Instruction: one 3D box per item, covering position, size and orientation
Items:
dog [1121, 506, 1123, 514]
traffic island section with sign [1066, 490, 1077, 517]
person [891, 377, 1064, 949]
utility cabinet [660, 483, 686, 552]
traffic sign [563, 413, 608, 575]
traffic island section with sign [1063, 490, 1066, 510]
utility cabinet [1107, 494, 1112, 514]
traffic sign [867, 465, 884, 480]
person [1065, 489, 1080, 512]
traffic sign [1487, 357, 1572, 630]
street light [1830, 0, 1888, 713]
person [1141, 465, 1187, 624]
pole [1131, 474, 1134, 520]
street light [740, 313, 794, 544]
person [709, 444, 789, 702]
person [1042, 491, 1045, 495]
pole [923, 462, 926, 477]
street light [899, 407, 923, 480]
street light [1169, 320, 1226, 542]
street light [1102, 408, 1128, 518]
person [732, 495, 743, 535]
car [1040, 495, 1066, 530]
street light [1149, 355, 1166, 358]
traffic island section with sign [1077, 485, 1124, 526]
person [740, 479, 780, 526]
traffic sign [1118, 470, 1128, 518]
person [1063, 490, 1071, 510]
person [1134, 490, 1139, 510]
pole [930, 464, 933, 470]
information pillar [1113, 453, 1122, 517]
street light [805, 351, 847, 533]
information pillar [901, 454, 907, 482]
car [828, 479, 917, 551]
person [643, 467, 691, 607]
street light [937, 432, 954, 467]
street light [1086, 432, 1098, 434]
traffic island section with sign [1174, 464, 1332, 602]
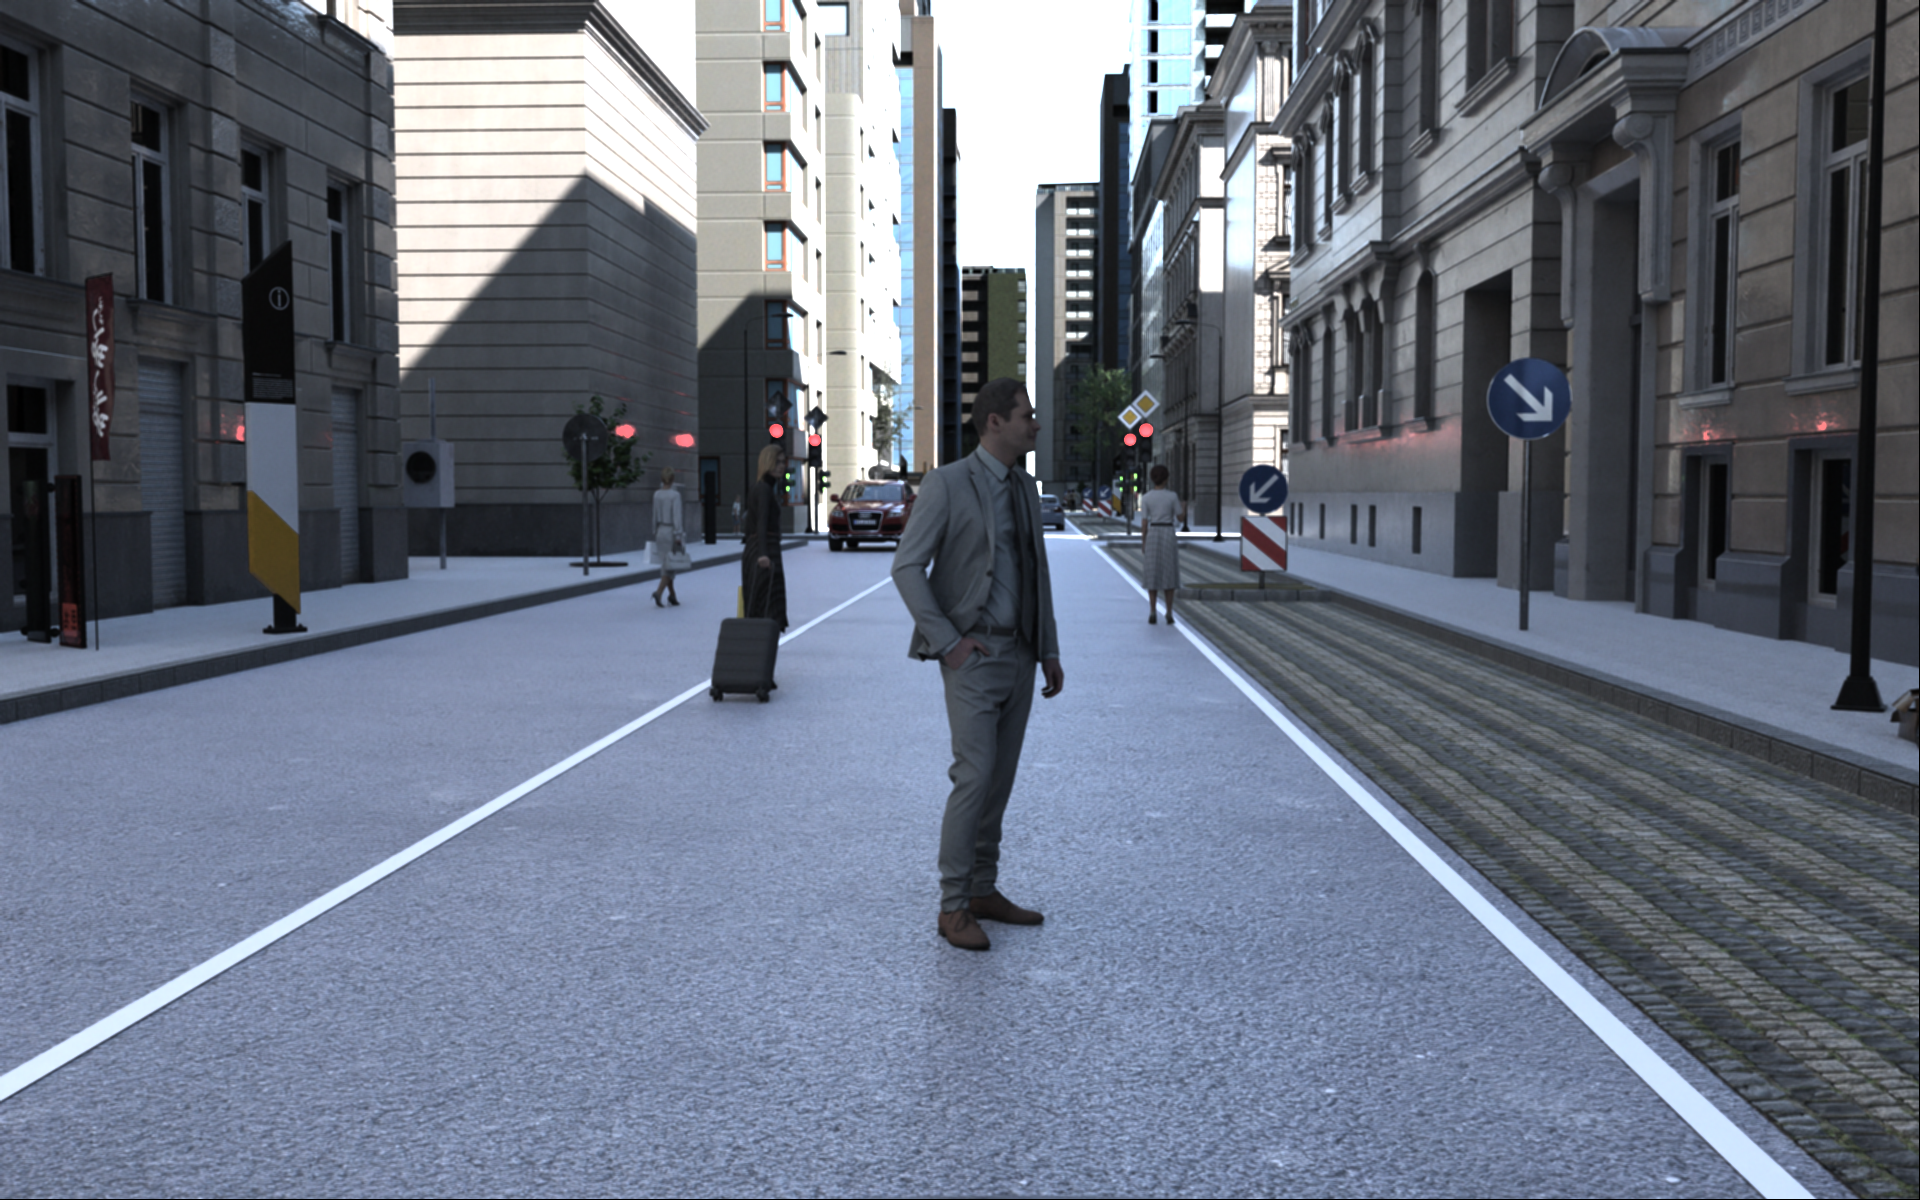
[{"bbox_3d":[10.077,-5.807,109.320,0.800,0.831,0.513,-2,4,-35],"label":"dog"},{"bbox_3d":[7.681,-5.960,106.076,1.989,1.847,2.006,0,4,3],"label":"traffic island section with sign"},{"bbox_3d":[0.085,0.176,5.718,0.391,1.810,0.635,2,4,33],"label":"person"},{"bbox_3d":[-5.751,-1.598,34.813,0.318,1.500,1.173,0,4,0],"label":"utility cabinet"},{"bbox_3d":[-5.904,-1.662,27.273,0.768,2.556,0.104,1,4,12],"label":"traffic sign"},{"bbox_3d":[9.943,-9.027,156.226,1.989,1.847,2.006,0,4,3],"label":"traffic island section with sign"},{"bbox_3d":[9.431,-6.234,110.611,0.318,1.500,1.173,-1,4,-9],"label":"utility cabinet"},{"bbox_3d":[-3.709,-4.655,76.216,0.768,2.556,0.104,1,4,11],"label":"traffic sign"},{"bbox_3d":[8.970,-7.902,137.702,1.348,1.823,0.705,-2,4,-24],"label":"person"},{"bbox_3d":[5.320,-0.988,16.263,0.768,2.556,0.104,1,4,8],"label":"traffic sign"},{"bbox_3d":[4.831,-2.303,10.199,1.470,5.913,1.316,0,4,3],"label":"street light"},{"bbox_3d":[2.258,-0.619,19.184,0.480,1.755,0.524,1,4,14],"label":"person"},{"bbox_3d":[8.416,-5.561,84.766,0.158,3.312,0.155,0,3,0],"label":"pole"},{"bbox_3d":[-4.952,-4.402,44.506,1.470,5.913,1.316,0,4,3],"label":"street light"},{"bbox_3d":[-1.511,-0.237,12.588,0.699,1.804,1.509,1,4,12],"label":"person"},{"bbox_3d":[9.557,-11.506,197.294,0.621,1.740,0.551,1,4,14],"label":"person"},{"bbox_3d":[-2.208,-7.039,108.925,0.158,3.312,0.155,0,3,0],"label":"pole"},{"bbox_3d":[-2.648,-7.321,92.232,1.470,5.913,1.316,0,4,3],"label":"street light"},{"bbox_3d":[6.418,-4.518,46.407,1.470,5.913,1.316,0,4,3],"label":"street light"},{"bbox_3d":[8.538,-7.406,93.627,1.470,5.913,1.316,0,4,3],"label":"street light"},{"bbox_3d":[-6.996,-2.673,54.422,0.332,1.250,0.352,-3,5,-39],"label":"person"},{"bbox_3d":[3.277,-3.514,69.449,2.014,1.417,4.499,0,4,1],"label":"car"},{"bbox_3d":[6.997,-5.214,57.784,1.470,5.913,1.316,0,4,3],"label":"street light"},{"bbox_3d":[6.466,-4.313,79.148,1.989,1.847,2.006,0,4,3],"label":"traffic island section with sign"},{"bbox_3d":[-4.022,-1.623,35.305,0.678,1.792,0.850,-3,5,-44],"label":"person"},{"bbox_3d":[8.683,-5.553,90.901,0.768,2.556,0.104,1,4,9],"label":"traffic sign"},{"bbox_3d":[9.583,-8.828,152.836,0.705,1.824,1.348,-2,4,-34],"label":"person"},{"bbox_3d":[13.765,-7.902,135.965,0.721,1.743,1.217,1,4,22],"label":"person"},{"bbox_3d":[-1.958,-7.674,119.312,0.158,3.312,0.155,0,3,0],"label":"pole"},{"bbox_3d":[8.964,-6.569,98.764,0.504,3.616,0.183,1,4,16],"label":"information pillar"},{"bbox_3d":[-4.374,-5.126,56.343,1.470,5.913,1.316,0,4,3],"label":"street light"},{"bbox_3d":[-3.308,-6.782,102.245,0.183,3.616,0.504,-3,5,-41],"label":"information pillar"},{"bbox_3d":[-2.158,-2.235,45.223,2.281,1.827,5.304,0,4,4],"label":"car"},{"bbox_3d":[-3.759,-0.807,22.053,0.624,1.780,0.694,-3,5,-43],"label":"person"},{"bbox_3d":[-1.122,-9.547,128.640,1.470,5.913,1.316,0,4,3],"label":"street light"},{"bbox_3d":[10.116,-9.598,129.469,1.470,5.913,1.316,0,4,3],"label":"street light"},{"bbox_3d":[3.977,-0.934,23.898,1.989,1.847,2.006,0,4,3],"label":"traffic island section with sign"}]
